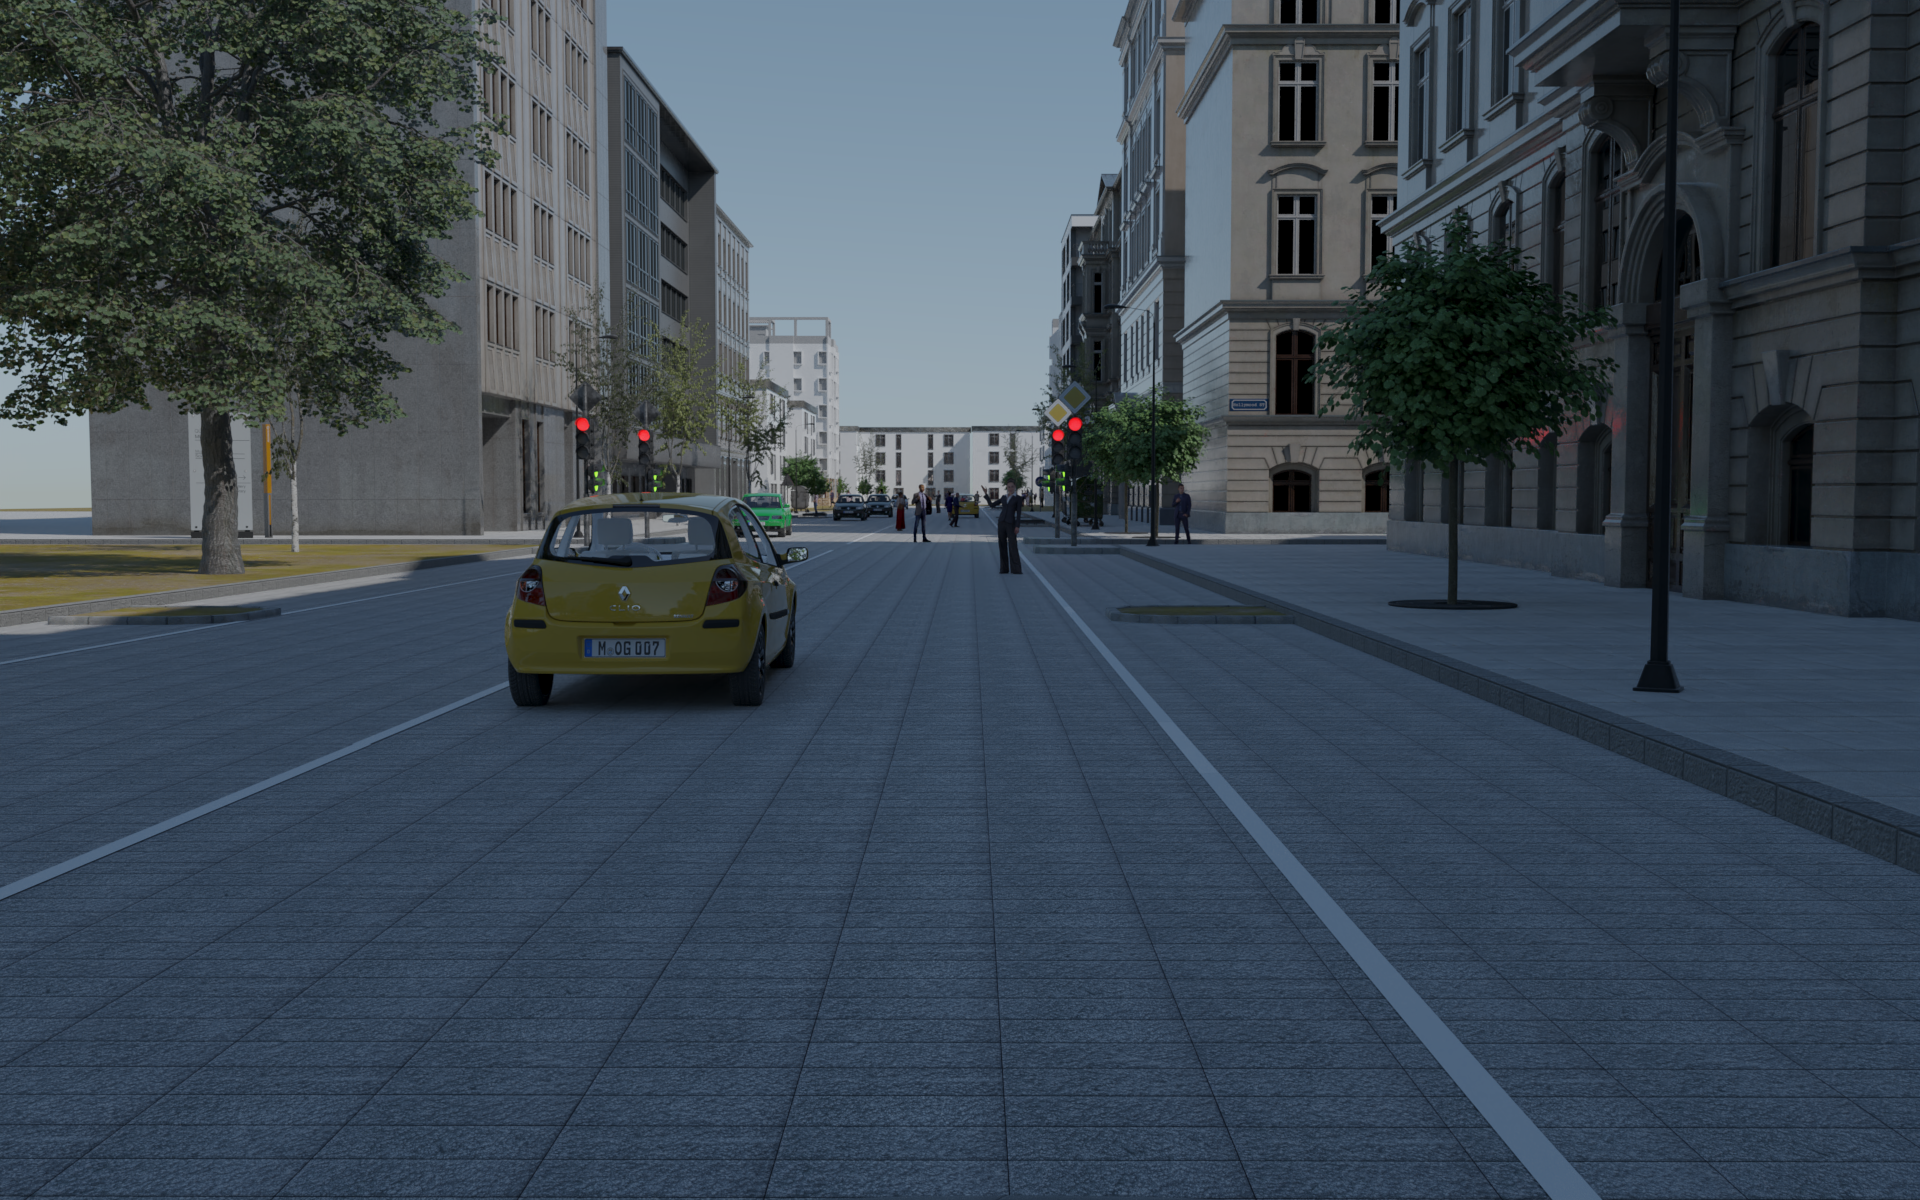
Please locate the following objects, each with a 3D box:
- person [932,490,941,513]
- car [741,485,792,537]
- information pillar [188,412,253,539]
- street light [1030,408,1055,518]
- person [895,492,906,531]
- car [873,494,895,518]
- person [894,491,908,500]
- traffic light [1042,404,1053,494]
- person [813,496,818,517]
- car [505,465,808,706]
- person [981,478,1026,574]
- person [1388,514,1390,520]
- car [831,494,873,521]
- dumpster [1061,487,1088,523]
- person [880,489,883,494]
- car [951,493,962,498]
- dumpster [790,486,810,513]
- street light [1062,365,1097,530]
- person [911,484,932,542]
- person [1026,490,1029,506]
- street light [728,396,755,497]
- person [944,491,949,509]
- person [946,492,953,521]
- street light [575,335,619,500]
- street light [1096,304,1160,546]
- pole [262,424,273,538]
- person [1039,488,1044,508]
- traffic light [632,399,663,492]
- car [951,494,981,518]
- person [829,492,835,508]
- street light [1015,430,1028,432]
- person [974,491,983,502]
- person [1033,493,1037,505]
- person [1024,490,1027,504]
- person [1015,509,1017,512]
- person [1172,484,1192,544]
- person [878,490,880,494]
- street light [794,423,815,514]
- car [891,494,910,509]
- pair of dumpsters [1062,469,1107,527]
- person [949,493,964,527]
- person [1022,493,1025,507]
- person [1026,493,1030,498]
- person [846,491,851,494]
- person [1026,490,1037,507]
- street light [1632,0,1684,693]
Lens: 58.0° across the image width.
[{"bbox_3d":[-1.755,-7.317,128.942,0.742,1.727,0.445,1,4,14],"label":"person"},{"bbox_3d":[-6.676,-3.043,58.554,1.959,1.807,4.718,0,4,-2],"label":"car"},{"bbox_3d":[-21.321,-3.586,49.951,1.656,3.620,0.184,-1,4,-17],"label":"information pillar"},{"bbox_3d":[4.582,-7.416,93.794,1.470,5.913,1.316,0,4,0],"label":"street light"},{"bbox_3d":[-2.308,-3.433,67.097,0.387,1.526,0.523,-2,4,-30],"label":"person"},{"bbox_3d":[-5.007,-5.931,106.756,2.009,1.686,4.222,0,4,-1],"label":"car"},{"bbox_3d":[-5.140,-8.617,150.111,1.217,1.736,0.721,-1,4,-10],"label":"person"},{"bbox_3d":[2.827,-3.747,50.503,0.839,4.213,0.868,0,4,0],"label":"traffic light"},{"bbox_3d":[-9.119,-6.043,109.258,0.435,1.587,0.963,0,3,0],"label":"person"},{"bbox_3d":[-2.197,-0.177,13.123,2.015,1.641,3.980,0,4,-1],"label":"car"},{"bbox_3d":[0.753,-1.329,31.037,0.742,1.727,0.445,0,4,-2],"label":"person"},{"bbox_3d":[12.125,-2.323,47.038,0.990,1.755,0.434,0,4,5],"label":"person"},{"bbox_3d":[-5.936,-5.139,93.812,2.009,1.686,4.222,0,4,-1],"label":"car"},{"bbox_3d":[5.160,-4.370,77.206,1.264,1.857,1.865,0,4,0],"label":"dumpster"},{"bbox_3d":[-6.384,-8.180,141.877,0.705,1.869,1.348,-2,4,-24],"label":"person"},{"bbox_3d":[-0.096,-8.130,141.963,2.155,1.783,4.494,0,4,2],"label":"car"},{"bbox_3d":[-11.060,-6.958,119.516,1.264,1.857,1.865,0,4,0],"label":"dumpster"},{"bbox_3d":[4.348,-5.491,62.318,1.470,5.913,1.316,0,4,0],"label":"street light"},{"bbox_3d":[-1.123,-2.572,51.366,0.655,1.722,0.431,-2,4,-34],"label":"person"},{"bbox_3d":[7.093,-10.676,181.265,0.551,1.740,0.621,2,4,35],"label":"person"},{"bbox_3d":[-10.390,-6.695,82.004,1.470,5.913,1.316,0,4,0],"label":"street light"},{"bbox_3d":[-1.224,-9.617,166.193,0.683,1.767,0.568,0,4,7],"label":"person"},{"bbox_3d":[-0.556,-5.020,92.949,0.453,1.535,0.546,-1,4,-11],"label":"person"},{"bbox_3d":[-10.652,-4.776,50.633,1.470,5.913,1.316,0,4,0],"label":"street light"},{"bbox_3d":[4.205,-4.279,42.497,1.470,5.913,1.316,0,4,0],"label":"street light"},{"bbox_3d":[-20.245,-3.473,50.628,0.158,3.312,0.155,0,3,0],"label":"pole"},{"bbox_3d":[7.754,-9.673,164.198,0.705,1.823,1.348,-1,4,-14],"label":"person"},{"bbox_3d":[-9.134,-3.750,50.549,0.839,4.213,0.868,0,4,0],"label":"traffic light"},{"bbox_3d":[0.268,-5.763,104.440,2.015,1.641,3.980,0,4,-1],"label":"car"},{"bbox_3d":[-12.152,-9.624,164.313,0.530,1.710,0.541,-2,4,-33],"label":"person"},{"bbox_3d":[4.671,-9.333,125.134,1.470,5.913,1.316,0,4,0],"label":"street light"},{"bbox_3d":[1.848,-10.171,175.324,0.617,1.759,0.750,3,5,43],"label":"person"},{"bbox_3d":[8.794,-11.811,202.383,0.421,1.427,0.697,1,4,22],"label":"person"},{"bbox_3d":[7.449,-11.702,198.284,0.541,1.710,0.530,0,4,-5],"label":"person"},{"bbox_3d":[2.866,-5.072,93.635,0.614,1.554,0.590,2,4,26],"label":"person"},{"bbox_3d":[5.901,-2.249,46.183,0.541,1.710,0.530,3,4,38],"label":"person"},{"bbox_3d":[-8.163,-10.246,176.032,0.705,1.823,1.348,0,4,-8],"label":"person"},{"bbox_3d":[-10.180,-8.612,113.344,1.470,5.913,1.316,0,4,0],"label":"street light"},{"bbox_3d":[-5.732,-9.246,163.169,2.014,1.417,4.499,0,4,-2],"label":"car"},{"bbox_3d":[5.037,-4.129,69.996,1.574,2.255,4.436,0,4,0],"label":"pair of dumpsters"},{"bbox_3d":[-0.107,-3.890,74.802,0.600,1.496,0.574,1,4,20],"label":"person"},{"bbox_3d":[6.202,-9.824,169.900,0.421,1.427,0.697,1,4,19],"label":"person"},{"bbox_3d":[7.144,-10.424,179.657,0.628,1.438,0.799,2,4,32],"label":"person"},{"bbox_3d":[-11.696,-10.708,181.788,0.551,1.740,0.621,-3,4,-38],"label":"person"},{"bbox_3d":[7.112,-10.125,172.319,1.217,1.736,0.721,2,4,31],"label":"person"},{"bbox_3d":[4.026,-2.362,11.157,1.470,5.913,1.316,0,4,0],"label":"street light"}]
